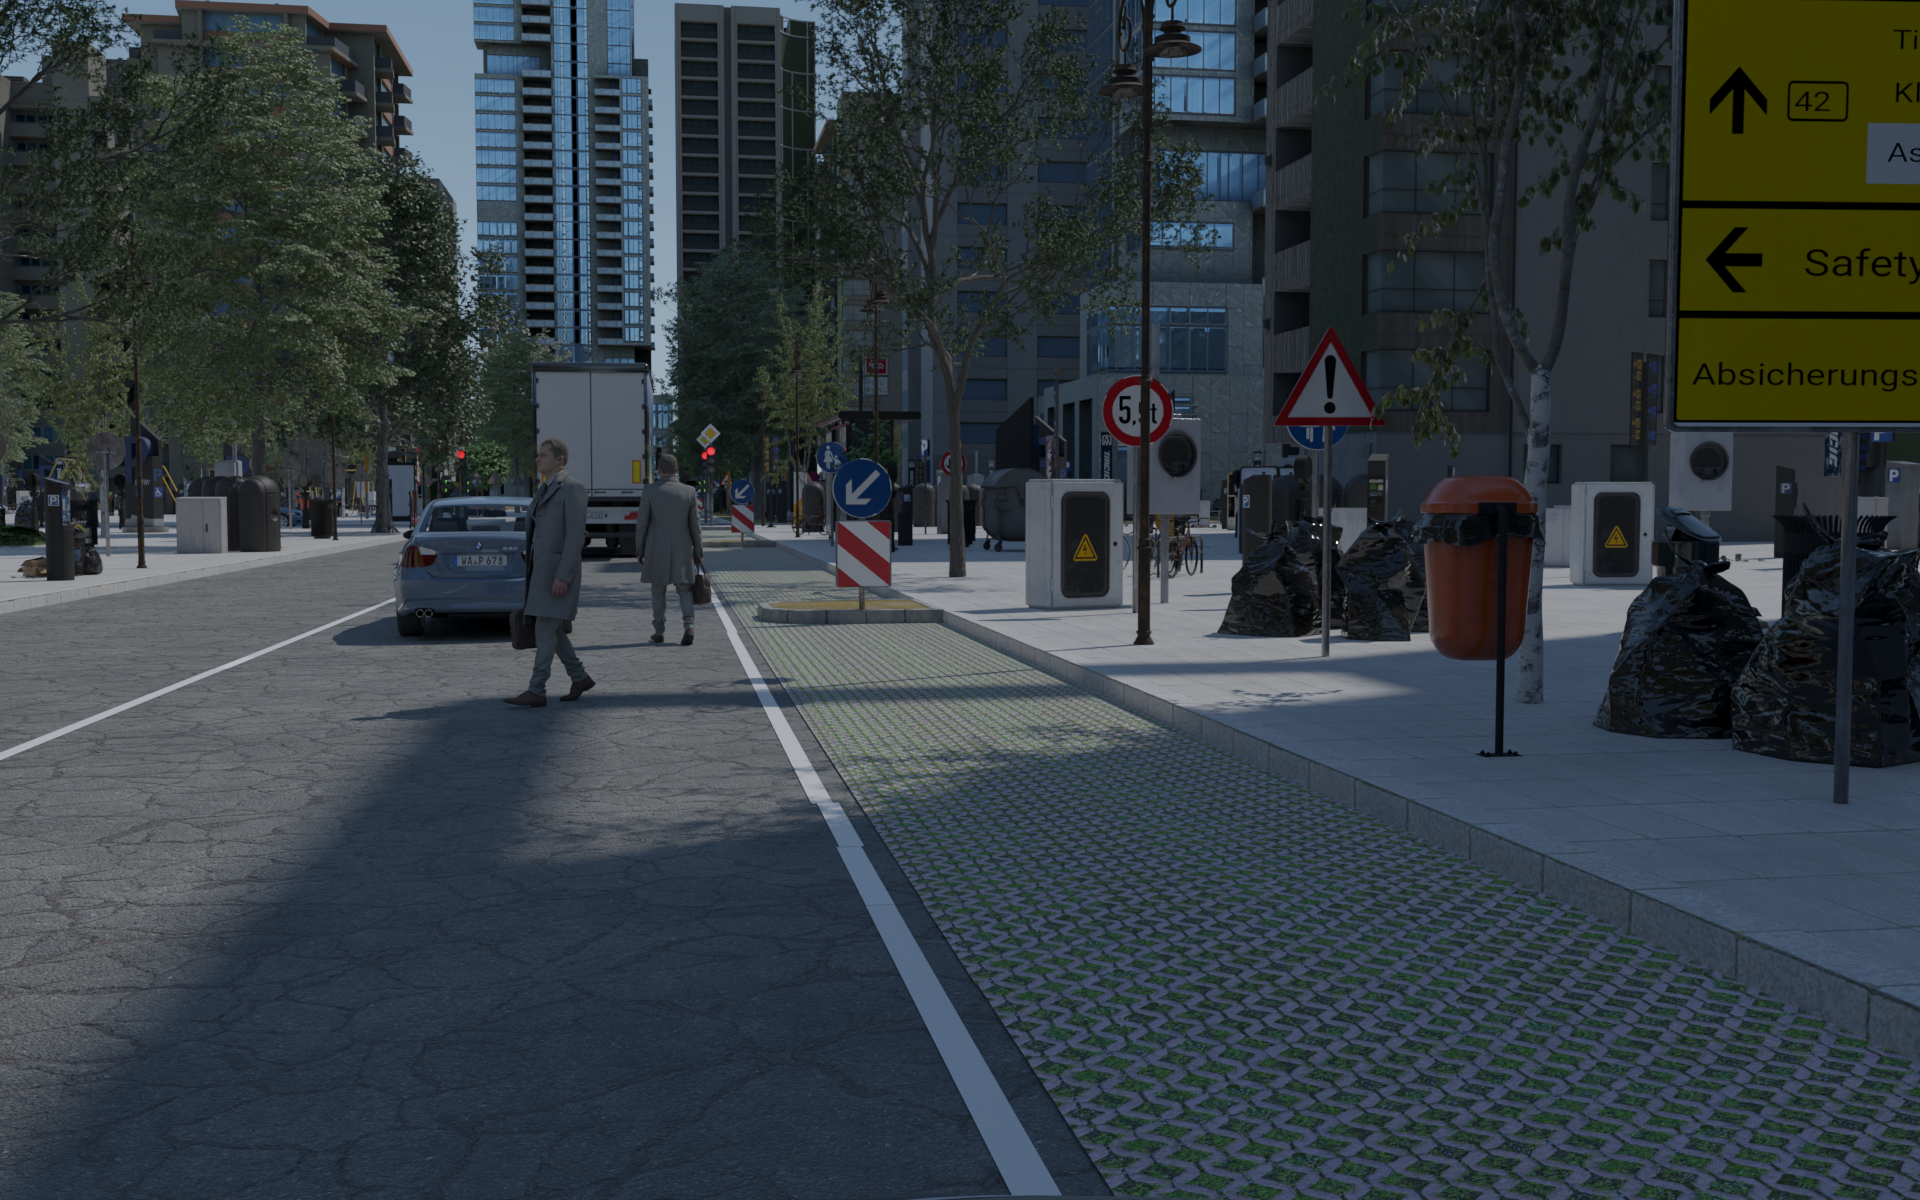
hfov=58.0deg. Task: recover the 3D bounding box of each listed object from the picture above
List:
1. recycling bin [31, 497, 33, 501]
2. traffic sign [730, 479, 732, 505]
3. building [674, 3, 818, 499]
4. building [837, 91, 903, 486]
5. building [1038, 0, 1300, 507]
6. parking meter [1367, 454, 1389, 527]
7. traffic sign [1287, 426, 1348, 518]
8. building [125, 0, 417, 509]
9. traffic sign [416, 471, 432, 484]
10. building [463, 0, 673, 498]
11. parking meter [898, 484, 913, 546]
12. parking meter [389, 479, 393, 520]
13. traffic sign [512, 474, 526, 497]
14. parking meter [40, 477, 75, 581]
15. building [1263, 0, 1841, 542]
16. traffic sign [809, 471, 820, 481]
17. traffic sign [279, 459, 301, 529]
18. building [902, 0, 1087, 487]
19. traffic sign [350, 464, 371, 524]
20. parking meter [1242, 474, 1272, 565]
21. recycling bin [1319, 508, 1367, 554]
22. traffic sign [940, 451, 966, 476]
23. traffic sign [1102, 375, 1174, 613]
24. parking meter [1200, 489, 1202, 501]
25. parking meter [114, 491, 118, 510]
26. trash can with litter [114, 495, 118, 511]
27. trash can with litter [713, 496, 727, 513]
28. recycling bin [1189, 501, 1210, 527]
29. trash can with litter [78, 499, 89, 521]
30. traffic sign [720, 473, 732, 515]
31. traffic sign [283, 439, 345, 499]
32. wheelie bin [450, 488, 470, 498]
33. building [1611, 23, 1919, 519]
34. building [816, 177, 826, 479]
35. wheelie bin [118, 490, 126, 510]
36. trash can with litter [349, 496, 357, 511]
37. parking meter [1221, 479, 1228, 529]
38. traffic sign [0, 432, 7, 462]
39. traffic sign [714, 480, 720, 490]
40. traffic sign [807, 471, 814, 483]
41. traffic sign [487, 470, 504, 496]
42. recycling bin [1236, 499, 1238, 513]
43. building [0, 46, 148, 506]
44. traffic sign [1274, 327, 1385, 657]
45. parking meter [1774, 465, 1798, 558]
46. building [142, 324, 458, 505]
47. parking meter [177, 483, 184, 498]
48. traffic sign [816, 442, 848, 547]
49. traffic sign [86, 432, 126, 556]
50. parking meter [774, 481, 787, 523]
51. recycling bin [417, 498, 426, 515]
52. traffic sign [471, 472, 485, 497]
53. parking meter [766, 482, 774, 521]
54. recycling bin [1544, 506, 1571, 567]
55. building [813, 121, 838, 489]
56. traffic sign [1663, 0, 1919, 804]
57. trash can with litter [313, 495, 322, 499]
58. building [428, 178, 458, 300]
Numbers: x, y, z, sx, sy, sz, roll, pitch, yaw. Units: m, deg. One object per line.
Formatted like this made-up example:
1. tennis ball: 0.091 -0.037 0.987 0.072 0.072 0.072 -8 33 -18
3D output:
1. recycling bin: -70.117 -7.223 130.649 0.722 1.027 0.722 -1 4 -11
2. traffic sign: -15.000 -6.827 113.756 0.606 2.300 0.079 0 4 -2
3. building: -31.730 -50.116 257.648 20.611 71.187 20.563 -1 4 -10
4. building: -5.919 -30.382 180.339 14.154 41.232 14.086 -1 4 -10
5. building: 20.724 -48.430 104.499 31.000 86.520 22.319 -1 4 -10
6. parking meter: 6.054 -1.188 25.132 0.255 1.863 0.399 1 4 21
7. traffic sign: 4.127 -1.223 20.105 0.768 2.556 0.104 0 4 -7
8. building: -62.227 -30.815 158.443 22.147 44.769 28.867 -1 4 -10
9. traffic sign: -28.745 -5.681 92.893 0.884 2.594 0.081 0 3 0
10. building: -58.058 -57.528 253.261 31.000 86.520 22.319 -1 4 -10
11. parking meter: -1.361 -2.119 43.055 0.372 1.533 0.369 0 3 0
12. parking meter: -22.017 -3.726 66.632 0.255 1.863 0.399 0 4 2
13. traffic sign: -28.332 -6.802 111.209 0.884 2.594 0.081 0 4 -4
14. parking meter: -13.363 -1.057 25.690 0.372 1.533 0.369 0 3 0
15. building: 16.448 -17.128 51.744 14.160 30.474 14.107 -1 4 -10
16. traffic sign: -8.239 -5.951 97.406 0.768 2.556 0.104 0 4 0
17. traffic sign: -24.331 -3.840 62.890 0.768 2.556 0.104 0 4 -7
18. building: 6.053 -36.169 133.364 21.231 58.520 28.212 -1 4 -10
19. traffic sign: -25.606 -4.526 74.006 0.884 2.594 0.081 0 4 -4
20. parking meter: 3.854 -0.860 22.478 0.372 1.533 0.369 0 3 0
21. recycling bin: 7.068 -1.180 31.846 0.722 1.027 0.722 -2 4 -28
22. traffic sign: -0.198 -3.092 50.654 0.768 2.556 0.104 0 4 -8
23. traffic sign: 1.899 -1.131 18.604 0.768 2.556 0.104 0 4 -1
24. parking meter: 11.701 -4.685 85.012 0.372 1.533 0.369 0 3 0
25. parking meter: -68.662 -8.114 141.066 0.372 1.533 0.369 0 3 0
26. trash can with litter: -65.141 -7.510 133.842 1.678 1.210 2.233 -3 5 -44
27. trash can with litter: -16.513 -6.563 118.700 1.055 1.170 0.624 0 4 0
28. recycling bin: 9.288 -3.353 67.373 0.722 1.027 0.722 0 4 -5
29. trash can with litter: -41.957 -4.383 83.047 1.055 1.170 0.624 0 4 -2
30. traffic sign: -14.144 -6.434 105.201 0.884 2.594 0.081 0 4 -2
31. traffic sign: -24.089 -4.324 64.578 2.265 3.308 0.079 0 4 -2
32. wheelie bin: -24.482 -4.709 84.897 0.980 1.594 0.693 -1 4 -18
33. building: 51.410 -20.574 108.088 14.107 30.474 14.160 -1 4 -10
34. building: -8.171 -41.440 266.777 27.495 52.752 28.713 -1 4 -10
35. wheelie bin: -41.097 -4.748 85.538 0.980 1.594 0.693 0 4 5
36. trash can with litter: -46.732 -7.505 134.101 1.055 1.170 0.624 -1 4 -17
37. parking meter: 9.744 -3.520 63.262 0.399 1.863 0.255 1 4 23
38. traffic sign: -18.108 -1.963 32.208 0.768 2.556 0.104 0 4 -3
39. traffic sign: -21.212 -9.229 151.006 0.768 2.556 0.104 0 4 -3
40. traffic sign: -8.288 -5.732 93.727 0.884 2.594 0.081 0 4 -1
41. traffic sign: -24.734 -5.638 92.184 0.884 2.594 0.081 0 4 -2
42. recycling bin: 12.893 -4.254 82.100 0.722 1.027 0.722 2 4 23
43. building: -96.988 -34.635 189.983 21.600 48.544 21.300 -1 4 -10
44. traffic sign: 2.886 -0.832 13.599 0.884 2.594 0.081 0 4 -4
45. parking meter: 16.600 -1.779 34.804 0.399 1.863 0.255 2 4 28
46. building: -71.701 -21.268 192.770 28.899 21.520 27.650 -1 4 -10
47. parking meter: -41.206 -5.256 91.652 0.399 1.863 0.255 -2 4 -26
48. traffic sign: -3.116 -2.576 42.218 0.768 2.556 0.104 0 4 -5
49. traffic sign: -17.534 -2.170 35.580 0.768 2.556 0.104 0 4 -6
50. parking meter: -7.901 -4.347 76.780 0.399 1.863 0.255 2 4 35
51. recycling bin: -32.911 -5.684 105.482 0.722 1.027 0.722 -1 4 -10
52. traffic sign: -25.395 -5.500 91.105 0.795 2.450 0.064 0 4 -3
53. parking meter: -8.859 -4.609 81.075 0.399 1.863 0.255 3 5 39
54. recycling bin: 10.703 -1.105 30.616 0.722 1.027 0.722 2 4 25
55. building: -5.511 -33.486 202.118 22.147 44.769 28.867 -1 4 -10
56. traffic sign: 3.979 -0.809 7.101 2.265 3.308 0.079 0 4 -3
57. trash can with litter: -40.470 -5.929 107.997 2.233 1.210 1.678 -3 4 -36
58. building: -84.421 -38.321 250.252 21.600 48.544 21.300 -1 4 -10
